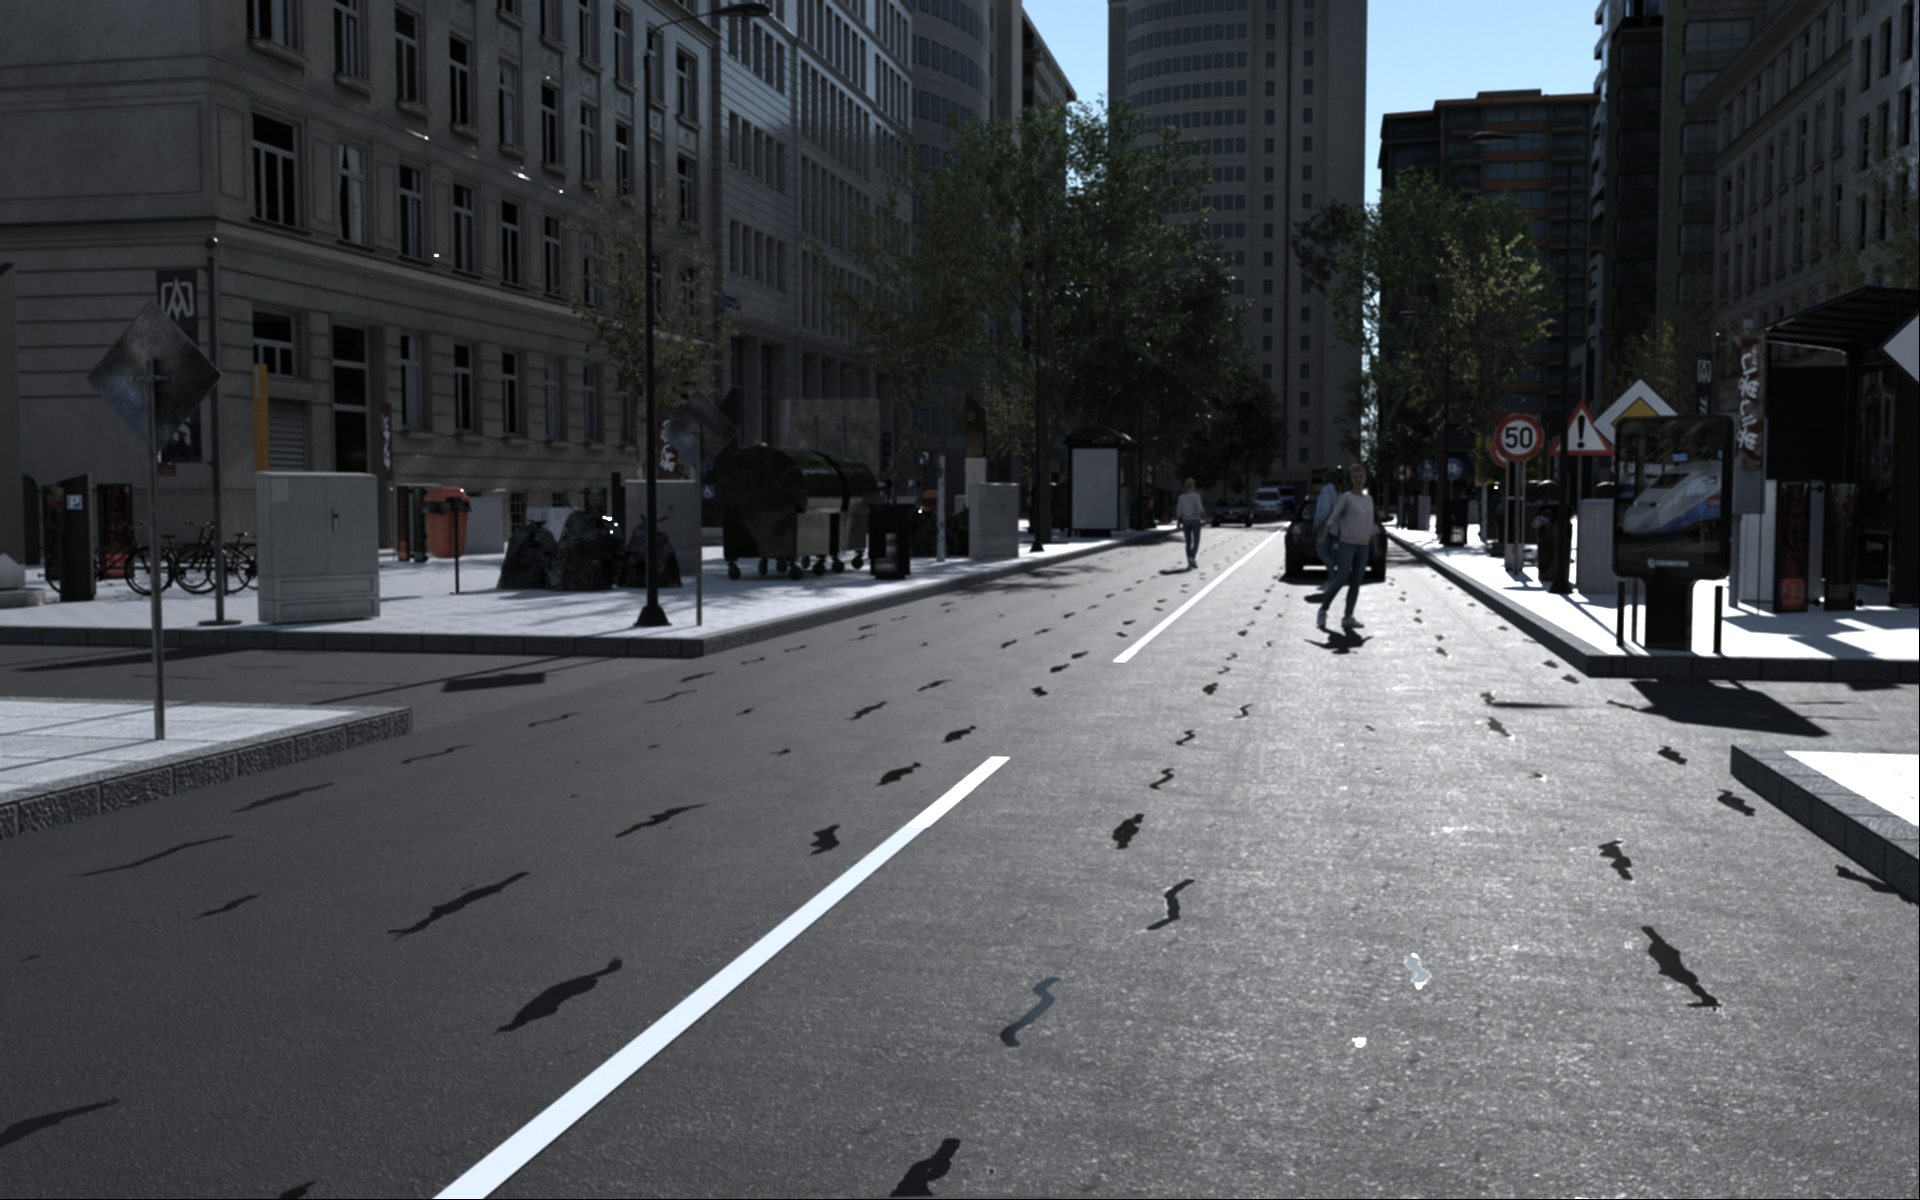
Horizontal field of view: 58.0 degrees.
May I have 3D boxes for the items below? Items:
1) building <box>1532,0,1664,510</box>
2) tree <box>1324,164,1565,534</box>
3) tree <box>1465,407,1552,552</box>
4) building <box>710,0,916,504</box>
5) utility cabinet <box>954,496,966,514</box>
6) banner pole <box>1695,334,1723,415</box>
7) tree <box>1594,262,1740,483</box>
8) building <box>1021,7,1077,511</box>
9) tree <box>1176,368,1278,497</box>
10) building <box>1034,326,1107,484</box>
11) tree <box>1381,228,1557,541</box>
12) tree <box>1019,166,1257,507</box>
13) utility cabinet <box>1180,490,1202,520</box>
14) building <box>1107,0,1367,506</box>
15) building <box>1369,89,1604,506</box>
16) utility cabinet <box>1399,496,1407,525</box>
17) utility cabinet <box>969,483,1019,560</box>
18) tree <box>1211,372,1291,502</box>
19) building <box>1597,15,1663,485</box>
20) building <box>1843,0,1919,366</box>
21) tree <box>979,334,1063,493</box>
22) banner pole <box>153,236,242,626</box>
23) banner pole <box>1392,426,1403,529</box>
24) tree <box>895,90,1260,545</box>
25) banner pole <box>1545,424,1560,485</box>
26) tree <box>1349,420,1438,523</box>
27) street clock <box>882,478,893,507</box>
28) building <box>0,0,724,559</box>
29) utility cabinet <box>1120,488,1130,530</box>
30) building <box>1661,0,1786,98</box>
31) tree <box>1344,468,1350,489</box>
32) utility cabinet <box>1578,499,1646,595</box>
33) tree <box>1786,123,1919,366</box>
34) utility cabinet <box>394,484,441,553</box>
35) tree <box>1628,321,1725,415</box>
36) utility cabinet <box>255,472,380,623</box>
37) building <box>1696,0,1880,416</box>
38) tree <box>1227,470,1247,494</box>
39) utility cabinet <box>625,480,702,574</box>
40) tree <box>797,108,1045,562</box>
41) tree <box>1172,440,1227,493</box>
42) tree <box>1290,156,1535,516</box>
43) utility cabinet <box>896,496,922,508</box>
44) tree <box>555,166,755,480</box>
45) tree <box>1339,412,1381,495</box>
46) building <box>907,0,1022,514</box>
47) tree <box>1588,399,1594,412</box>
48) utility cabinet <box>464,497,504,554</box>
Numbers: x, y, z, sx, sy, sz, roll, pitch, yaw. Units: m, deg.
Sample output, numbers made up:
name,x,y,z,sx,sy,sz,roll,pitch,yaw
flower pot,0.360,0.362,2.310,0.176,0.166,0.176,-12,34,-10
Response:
name,x,y,z,sx,sy,sz,roll,pitch,yaw
building,55.671,-49.815,127.141,22.319,86.520,31.000,1,4,12
tree,15.369,-7.942,55.612,9.928,11.665,9.643,0,3,0
tree,12.352,-2.684,38.492,1.663,3.219,1.824,0,3,0
building,-10.808,-18.357,77.634,11.434,29.767,29.804,1,4,12
utility cabinet,0.315,-3.296,65.043,1.020,1.237,0.306,-2,4,-25
banner pole,11.666,-2.263,27.018,0.863,3.779,0.401,-3,4,-36
tree,23.009,-6.435,55.569,4.737,8.622,4.395,0,3,0
building,-3.795,-27.425,140.275,23.993,40.220,32.217,1,4,12
tree,18.380,-11.414,121.031,8.767,10.594,7.601,2,4,35
building,3.381,-22.058,205.681,28.899,21.520,27.650,1,4,12
tree,14.178,-5.937,47.427,4.360,8.622,3.978,0,3,0
tree,6.573,-9.782,66.591,9.857,13.997,8.962,0,3,0
utility cabinet,11.398,-4.692,85.392,1.173,1.500,0.318,-2,4,-34
building,31.144,-40.002,196.027,28.212,58.520,21.231,1,4,12
building,59.156,-32.805,190.979,28.867,44.769,22.147,1,4,12
utility cabinet,18.508,-3.721,72.001,0.306,1.237,1.020,2,4,32
utility cabinet,0.672,-1.533,33.747,0.318,1.500,1.173,3,5,41
tree,27.274,-14.887,161.526,7.486,12.596,7.792,0,3,0
building,47.026,-20.535,107.447,14.160,30.474,14.107,1,4,12
building,32.291,-11.771,47.202,10.420,20.320,16.860,1,4,12
tree,2.923,-7.768,77.369,4.360,8.622,3.978,0,3,0
banner pole,-7.509,-1.650,16.999,0.863,3.779,0.401,1,4,14
banner pole,16.083,-4.503,63.642,0.401,3.779,0.863,1,4,20
tree,2.353,-7.251,44.303,9.928,11.665,9.643,0,3,0
banner pole,21.091,-4.382,61.661,0.863,3.779,0.401,-1,4,-14
tree,19.430,-5.646,76.021,4.285,4.588,4.351,0,3,0
street clock,-3.243,-4.478,77.778,0.471,2.002,0.358,1,4,11
building,-18.784,-13.193,48.986,16.112,22.955,30.059,1,4,12
utility cabinet,5.815,-3.227,61.443,0.318,1.500,1.173,1,4,12
building,45.082,-25.049,93.149,14.154,41.232,14.086,1,4,12
tree,36.538,-10.673,158.213,4.285,4.588,4.351,0,3,0
utility cabinet,8.471,-0.673,22.163,1.020,1.237,0.306,2,4,33
tree,18.358,-5.073,33.300,4.737,8.622,4.395,0,3,0
utility cabinet,-11.788,-1.771,37.631,1.173,1.500,0.318,2,4,32
tree,30.098,-7.474,72.564,4.360,8.622,3.978,0,3,0
utility cabinet,-6.431,-0.533,17.391,0.318,1.500,1.173,3,4,38
building,40.937,-14.431,69.236,16.112,22.955,30.059,1,4,12
tree,22.613,-8.925,140.531,1.663,3.219,1.824,0,3,0
utility cabinet,-4.675,-1.140,27.321,1.173,1.500,0.318,-1,4,-11
tree,-0.589,-5.033,32.660,4.737,8.622,4.395,0,3,0
tree,14.574,-7.412,104.893,4.285,4.588,4.351,0,3,0
tree,25.354,-14.772,97.417,12.611,20.169,13.585,0,3,0
utility cabinet,-1.261,-2.302,48.795,1.020,1.237,0.306,1,4,13
tree,-7.141,-5.468,39.772,4.360,8.622,3.978,0,3,0
tree,35.473,-12.285,151.222,4.360,8.622,3.978,0,3,0
building,-8.852,-34.636,108.304,21.231,58.520,28.212,1,4,12
tree,30.870,-7.834,78.442,4.737,8.622,4.395,0,3,0
utility cabinet,-10.366,-1.602,37.348,1.020,1.237,0.306,-1,4,-16
